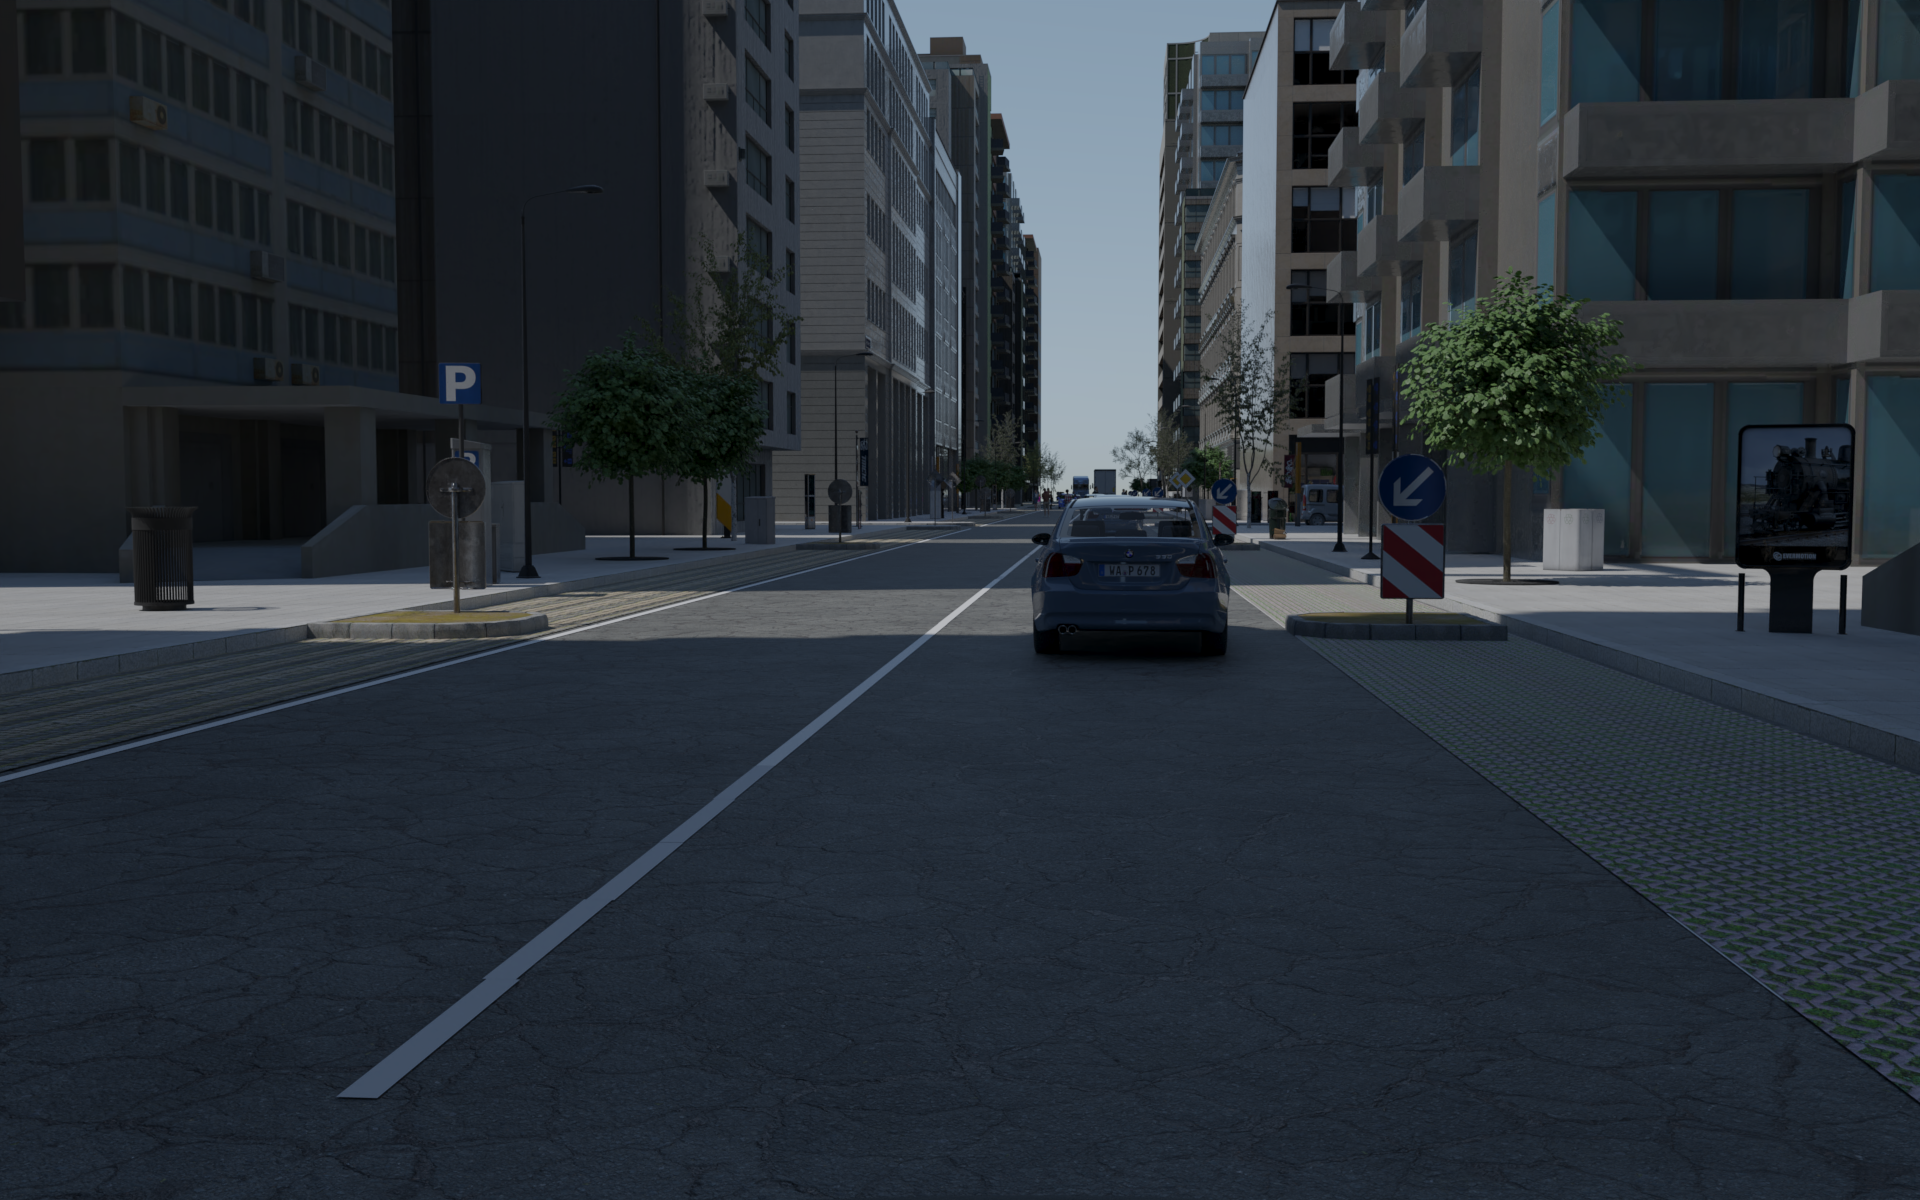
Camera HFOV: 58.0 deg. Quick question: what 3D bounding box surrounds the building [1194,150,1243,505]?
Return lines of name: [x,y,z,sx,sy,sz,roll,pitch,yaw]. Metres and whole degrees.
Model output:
building: [26.995,-21.537,128.544,17.030,29.872,44.131,0,4,5]

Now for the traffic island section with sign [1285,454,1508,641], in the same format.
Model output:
traffic island section with sign: [4.399,-0.561,17.795,1.989,1.847,2.006,0,4,5]

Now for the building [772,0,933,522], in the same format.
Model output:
building: [-8.512,-19.385,94.443,11.434,29.767,29.804,0,4,5]

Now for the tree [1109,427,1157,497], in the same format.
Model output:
tree: [25.054,-18.609,238.670,8.767,10.594,7.601,-3,5,-40]

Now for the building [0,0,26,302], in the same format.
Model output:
building: [-14.361,-21.710,5.078,14.600,45.320,14.200,0,4,5]

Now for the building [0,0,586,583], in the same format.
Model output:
building: [-25.293,-20.881,33.284,32.217,40.220,23.993,0,4,5]

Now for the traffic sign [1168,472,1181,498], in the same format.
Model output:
traffic sign: [9.670,-4.495,77.131,0.795,2.450,0.064,0,4,5]

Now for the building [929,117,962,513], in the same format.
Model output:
building: [-6.735,-18.431,119.361,12.078,24.808,19.932,0,4,5]

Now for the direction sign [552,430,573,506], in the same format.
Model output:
direction sign: [-11.534,-3.543,49.932,0.379,3.537,0.876,3,5,43]

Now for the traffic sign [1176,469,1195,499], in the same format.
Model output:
traffic sign: [9.004,-4.008,69.174,0.795,2.450,0.064,0,4,5]

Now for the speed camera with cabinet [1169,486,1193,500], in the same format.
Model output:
speed camera with cabinet: [19.047,-9.481,149.350,2.038,3.252,0.660,-2,4,-25]

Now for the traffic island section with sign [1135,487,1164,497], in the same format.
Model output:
traffic island section with sign: [11.205,-5.538,99.167,1.989,1.847,2.006,0,4,5]

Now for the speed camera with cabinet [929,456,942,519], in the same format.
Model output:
speed camera with cabinet: [-1.259,-5.819,89.476,0.660,3.252,2.038,0,4,0]

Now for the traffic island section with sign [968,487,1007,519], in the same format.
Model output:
traffic island section with sign: [1.515,-5.619,100.491,1.989,1.847,2.006,0,4,5]

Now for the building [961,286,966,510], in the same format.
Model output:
building: [-6.273,-18.848,137.838,12.332,23.373,15.834,0,4,5]

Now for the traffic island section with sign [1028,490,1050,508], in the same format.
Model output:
traffic island section with sign: [7.895,-10.285,176.785,1.989,1.847,2.006,0,4,5]

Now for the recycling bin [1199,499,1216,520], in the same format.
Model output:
recycling bin: [12.317,-4.485,85.890,0.722,1.027,0.722,-1,4,-23]

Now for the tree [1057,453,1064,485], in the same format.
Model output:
tree: [11.671,-18.053,245.528,4.737,8.622,4.395,0,3,0]

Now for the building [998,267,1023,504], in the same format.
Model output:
building: [0.564,-27.287,217.836,14.160,30.474,14.107,0,4,5]

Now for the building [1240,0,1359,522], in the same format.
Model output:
building: [31.890,-17.204,85.802,34.151,26.468,19.350,0,4,5]

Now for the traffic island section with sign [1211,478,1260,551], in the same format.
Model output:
traffic island section with sign: [6.651,-2.204,44.656,1.989,1.847,2.006,0,4,5]

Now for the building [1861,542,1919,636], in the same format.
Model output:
building: [24.252,-19.298,7.411,32.217,40.220,23.993,0,4,5]

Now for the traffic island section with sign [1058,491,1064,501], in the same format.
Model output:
traffic island section with sign: [14.800,-15.323,259.151,1.989,1.847,2.006,0,4,5]

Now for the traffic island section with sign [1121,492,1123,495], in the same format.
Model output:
traffic island section with sign: [17.643,-10.241,176.072,1.989,1.847,2.006,0,4,5]

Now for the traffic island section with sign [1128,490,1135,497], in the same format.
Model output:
traffic island section with sign: [13.507,-7.216,126.610,1.989,1.847,2.006,0,4,5]

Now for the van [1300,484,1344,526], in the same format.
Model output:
van: [16.339,-4.042,73.098,4.112,2.044,2.013,0,4,3]

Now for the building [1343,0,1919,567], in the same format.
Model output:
building: [21.515,-25.874,42.650,23.786,49.044,30.456,0,4,5]

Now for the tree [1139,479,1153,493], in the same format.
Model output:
tree: [23.691,-13.728,219.046,1.663,3.219,1.824,0,3,0]

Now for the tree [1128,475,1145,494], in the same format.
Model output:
tree: [30.284,-18.949,293.524,4.285,4.588,4.351,0,3,0]

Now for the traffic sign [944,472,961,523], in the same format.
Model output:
traffic sign: [-0.338,-4.547,77.986,0.795,2.450,0.064,0,4,5]

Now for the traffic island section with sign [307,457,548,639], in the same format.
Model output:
traffic island section with sign: [-5.393,-0.570,17.947,1.989,1.847,2.006,0,4,5]

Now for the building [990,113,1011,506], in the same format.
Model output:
building: [-5.729,-33.136,196.402,22.147,44.769,28.867,0,4,5]

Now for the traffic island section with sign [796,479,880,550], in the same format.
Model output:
traffic island section with sign: [-3.126,-2.226,45.022,1.989,1.847,2.006,0,4,5]

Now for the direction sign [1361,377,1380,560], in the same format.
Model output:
direction sign: [8.076,-2.567,33.960,0.379,3.537,0.876,0,4,-1]

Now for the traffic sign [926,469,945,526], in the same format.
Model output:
traffic sign: [-1.003,-4.060,70.028,0.795,2.450,0.064,0,4,5]

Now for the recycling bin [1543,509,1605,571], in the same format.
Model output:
recycling bin: [10.324,-1.014,29.140,0.722,1.027,0.722,-2,4,-34]

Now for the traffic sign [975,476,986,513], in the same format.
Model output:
traffic sign: [1.402,-7.321,119.810,0.768,2.556,0.104,1,4,10]

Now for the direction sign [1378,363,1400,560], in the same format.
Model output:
direction sign: [7.630,-2.348,30.385,0.379,3.537,0.876,1,4,9]

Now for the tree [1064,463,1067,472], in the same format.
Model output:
tree: [15.595,-20.764,289.849,4.737,8.622,4.395,0,3,0]

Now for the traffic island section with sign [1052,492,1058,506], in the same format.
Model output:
traffic island section with sign: [10.205,-11.973,204.382,1.989,1.847,2.006,0,4,5]

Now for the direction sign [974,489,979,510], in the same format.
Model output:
direction sign: [1.365,-9.231,142.915,0.876,3.537,0.379,-1,4,-12]

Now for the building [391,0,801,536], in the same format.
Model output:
building: [-13.075,-17.626,59.885,14.107,30.474,14.160,0,4,5]

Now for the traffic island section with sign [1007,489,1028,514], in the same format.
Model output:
traffic island section with sign: [3.772,-7.272,127.525,1.989,1.847,2.006,0,4,5]
